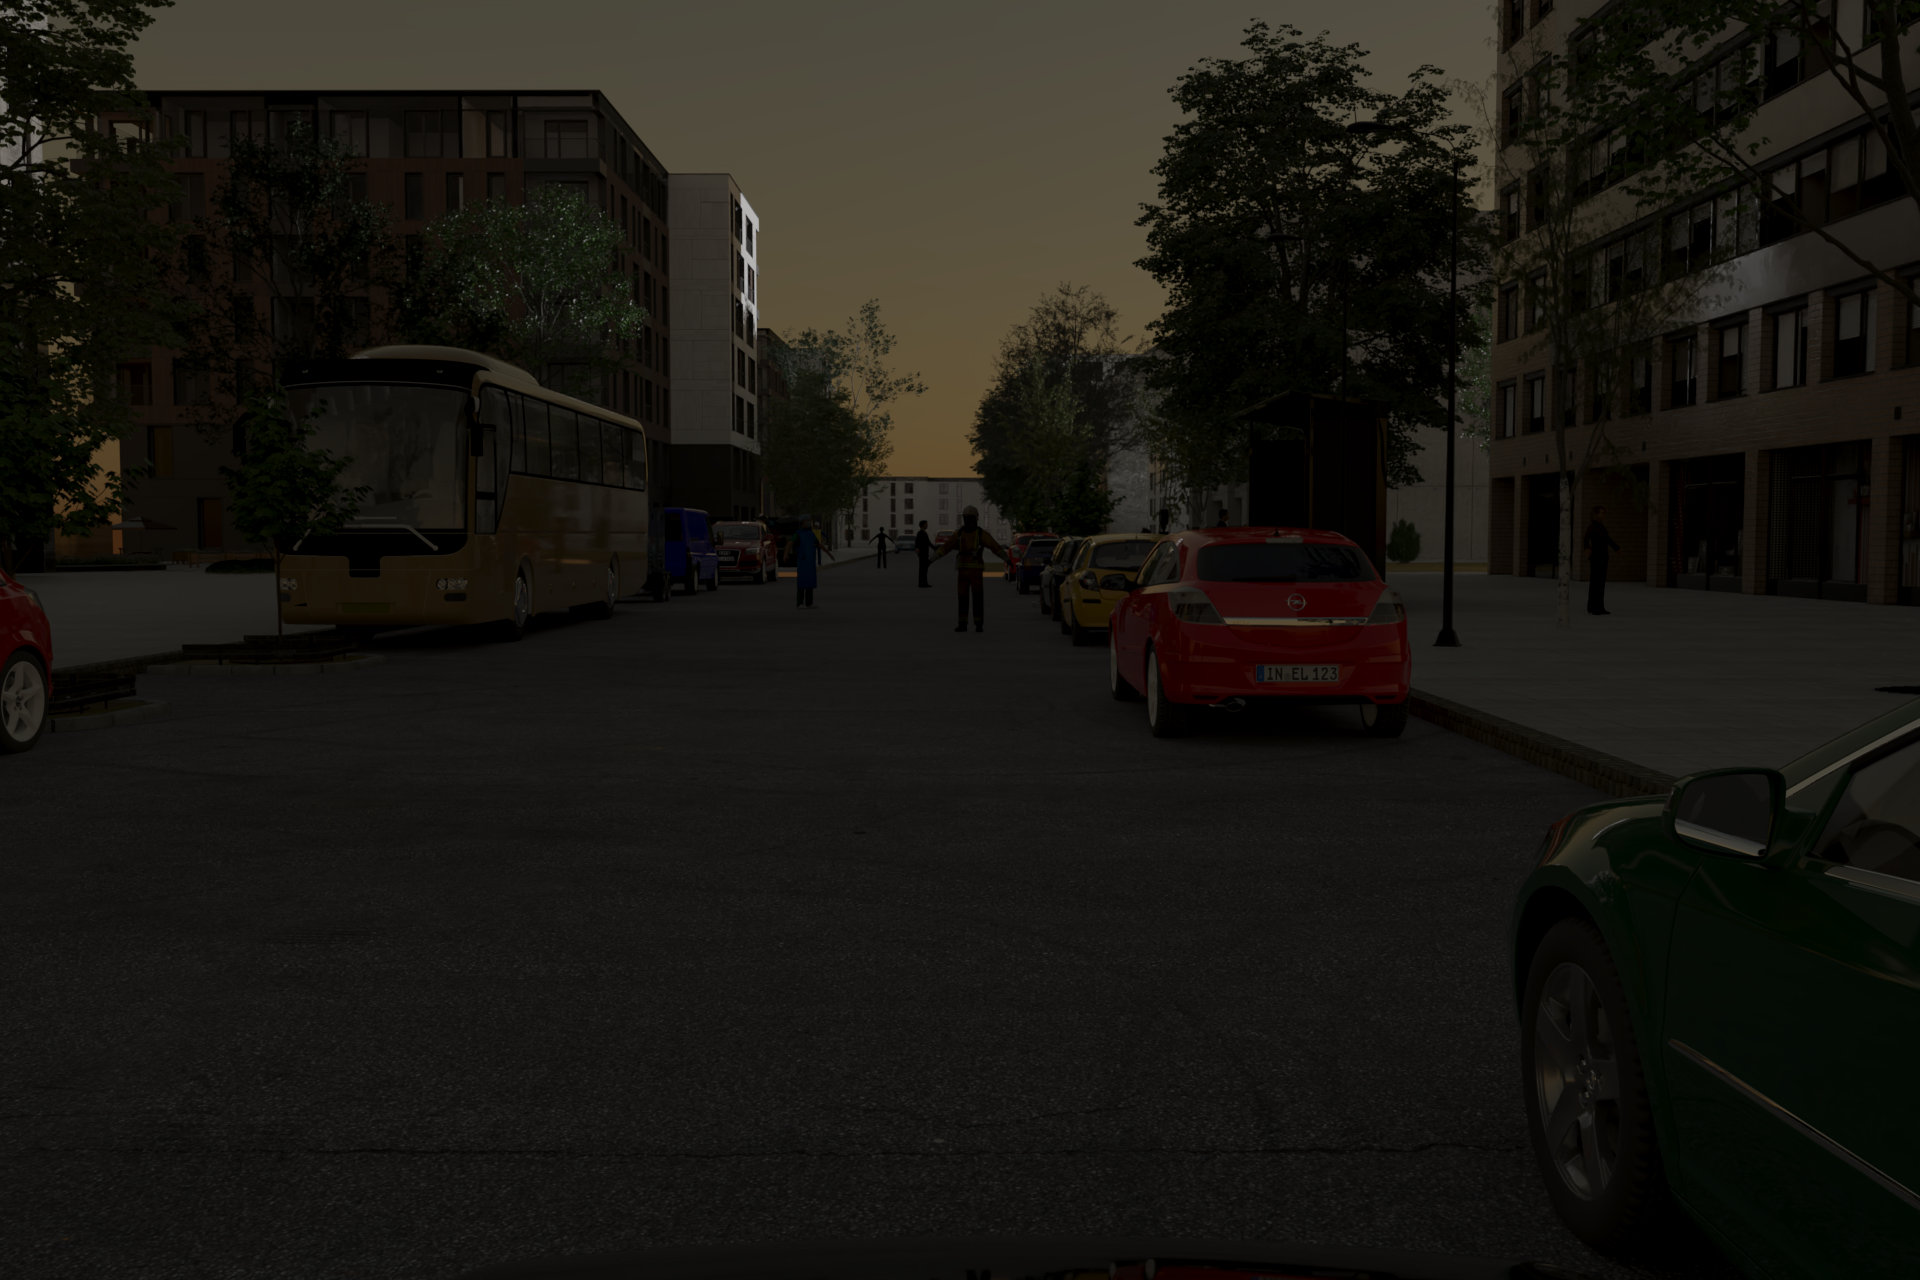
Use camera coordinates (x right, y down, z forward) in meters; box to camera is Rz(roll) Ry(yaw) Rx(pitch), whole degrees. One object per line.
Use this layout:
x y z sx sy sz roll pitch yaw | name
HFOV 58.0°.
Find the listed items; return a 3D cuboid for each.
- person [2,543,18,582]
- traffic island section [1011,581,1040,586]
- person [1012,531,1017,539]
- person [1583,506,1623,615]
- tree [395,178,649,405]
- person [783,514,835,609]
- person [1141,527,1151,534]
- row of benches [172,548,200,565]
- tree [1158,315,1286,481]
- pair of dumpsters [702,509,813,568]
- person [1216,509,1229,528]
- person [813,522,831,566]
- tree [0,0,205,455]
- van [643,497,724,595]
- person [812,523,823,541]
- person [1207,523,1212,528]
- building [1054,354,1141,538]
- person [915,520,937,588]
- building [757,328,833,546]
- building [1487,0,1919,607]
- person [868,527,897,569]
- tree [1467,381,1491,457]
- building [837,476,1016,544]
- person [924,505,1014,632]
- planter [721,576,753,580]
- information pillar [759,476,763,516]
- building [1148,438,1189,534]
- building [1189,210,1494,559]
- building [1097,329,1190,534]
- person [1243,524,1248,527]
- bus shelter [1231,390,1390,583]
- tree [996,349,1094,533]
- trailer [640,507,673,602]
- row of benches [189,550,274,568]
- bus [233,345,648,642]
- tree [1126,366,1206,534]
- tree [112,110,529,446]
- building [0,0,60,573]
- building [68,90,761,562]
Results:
-20.453 -1.854 37.137 0.721 1.735 1.217 -2 4 -28 | person
2.424 -1.579 48.678 1.991 0.108 1.994 0 4 0 | traffic island section
2.938 -5.329 96.399 0.599 1.433 0.991 0 4 7 | person
10.205 -1.266 27.499 1.215 1.729 0.721 -3 5 -45 | person
-12.759 -7.630 50.500 9.928 11.665 9.643 0 3 0 | tree
-2.942 -1.508 33.248 0.704 1.817 1.347 3 5 40 | person
4.035 -1.868 39.770 0.799 1.438 0.628 -3 5 -43 | person
-33.093 -3.590 74.157 1.422 0.672 4.104 -1 4 -15 | row of benches
11.371 -8.097 66.805 7.601 10.594 8.767 2 4 25 | tree
-7.090 -3.195 57.191 4.436 2.255 1.574 0 4 0 | pair of dumpsters
5.683 -1.907 37.228 0.704 1.823 1.345 0 4 4 | person
-5.813 -3.890 70.072 1.216 1.772 0.721 -1 4 -18 | person
-13.473 -6.280 20.797 7.486 12.596 7.792 0 3 0 | tree
-7.098 -2.313 42.200 2.240 2.365 5.245 0 4 0 | van
-7.445 -4.956 87.177 1.345 1.843 0.704 3 4 37 | person
12.128 -4.766 84.050 0.705 1.813 1.348 0 4 0 | person
24.130 -22.558 212.800 27.936 21.610 32.646 0 4 0 | building
-0.951 -2.314 46.472 0.705 1.806 1.347 1 4 22 | person
-29.131 -21.057 188.255 27.936 21.610 32.646 0 4 1 | building
26.272 -13.679 30.229 21.656 26.213 47.522 0 4 0 | building
-3.244 -3.845 72.048 1.216 1.740 0.721 0 4 3 | person
25.748 -8.495 73.303 8.767 10.594 7.601 1 4 19 | tree
-5.120 -18.836 252.578 28.070 9.664 9.099 0 4 -6 | building
0.149 -1.050 25.393 1.354 1.858 0.705 1 4 15 | person
-7.294 -2.071 55.005 1.991 0.319 1.994 0 4 1 | planter
-8.060 -4.826 70.264 0.183 3.616 0.504 0 4 1 | information pillar
20.894 -11.917 136.989 9.099 9.664 28.070 0 4 0 | building
24.164 -14.491 103.388 16.747 18.905 31.486 0 3 0 | building
24.066 -21.395 180.738 19.493 23.208 18.063 0 4 0 | building
13.382 -4.536 80.881 1.216 1.740 0.721 -1 4 -19 | person
6.238 -2.456 31.440 1.731 3.624 6.357 0 3 0 | bus shelter
3.527 -7.205 68.163 4.737 8.622 4.395 0 3 0 | tree
-6.930 -1.770 35.989 1.471 1.999 3.904 0 3 0 | trailer
-28.036 -3.177 67.402 1.422 0.672 4.104 3 4 39 | row of benches
-7.062 -2.125 26.297 2.896 3.916 12.252 0 4 0 | bus
8.796 -7.586 74.399 4.360 8.622 3.978 0 3 0 | tree
-13.742 -6.335 37.991 8.767 10.594 7.601 -2 4 -31 | tree
-33.007 -15.884 39.287 16.754 29.471 25.880 0 4 -1 | building
-26.993 -15.436 96.353 27.936 21.610 32.646 0 4 0 | building
